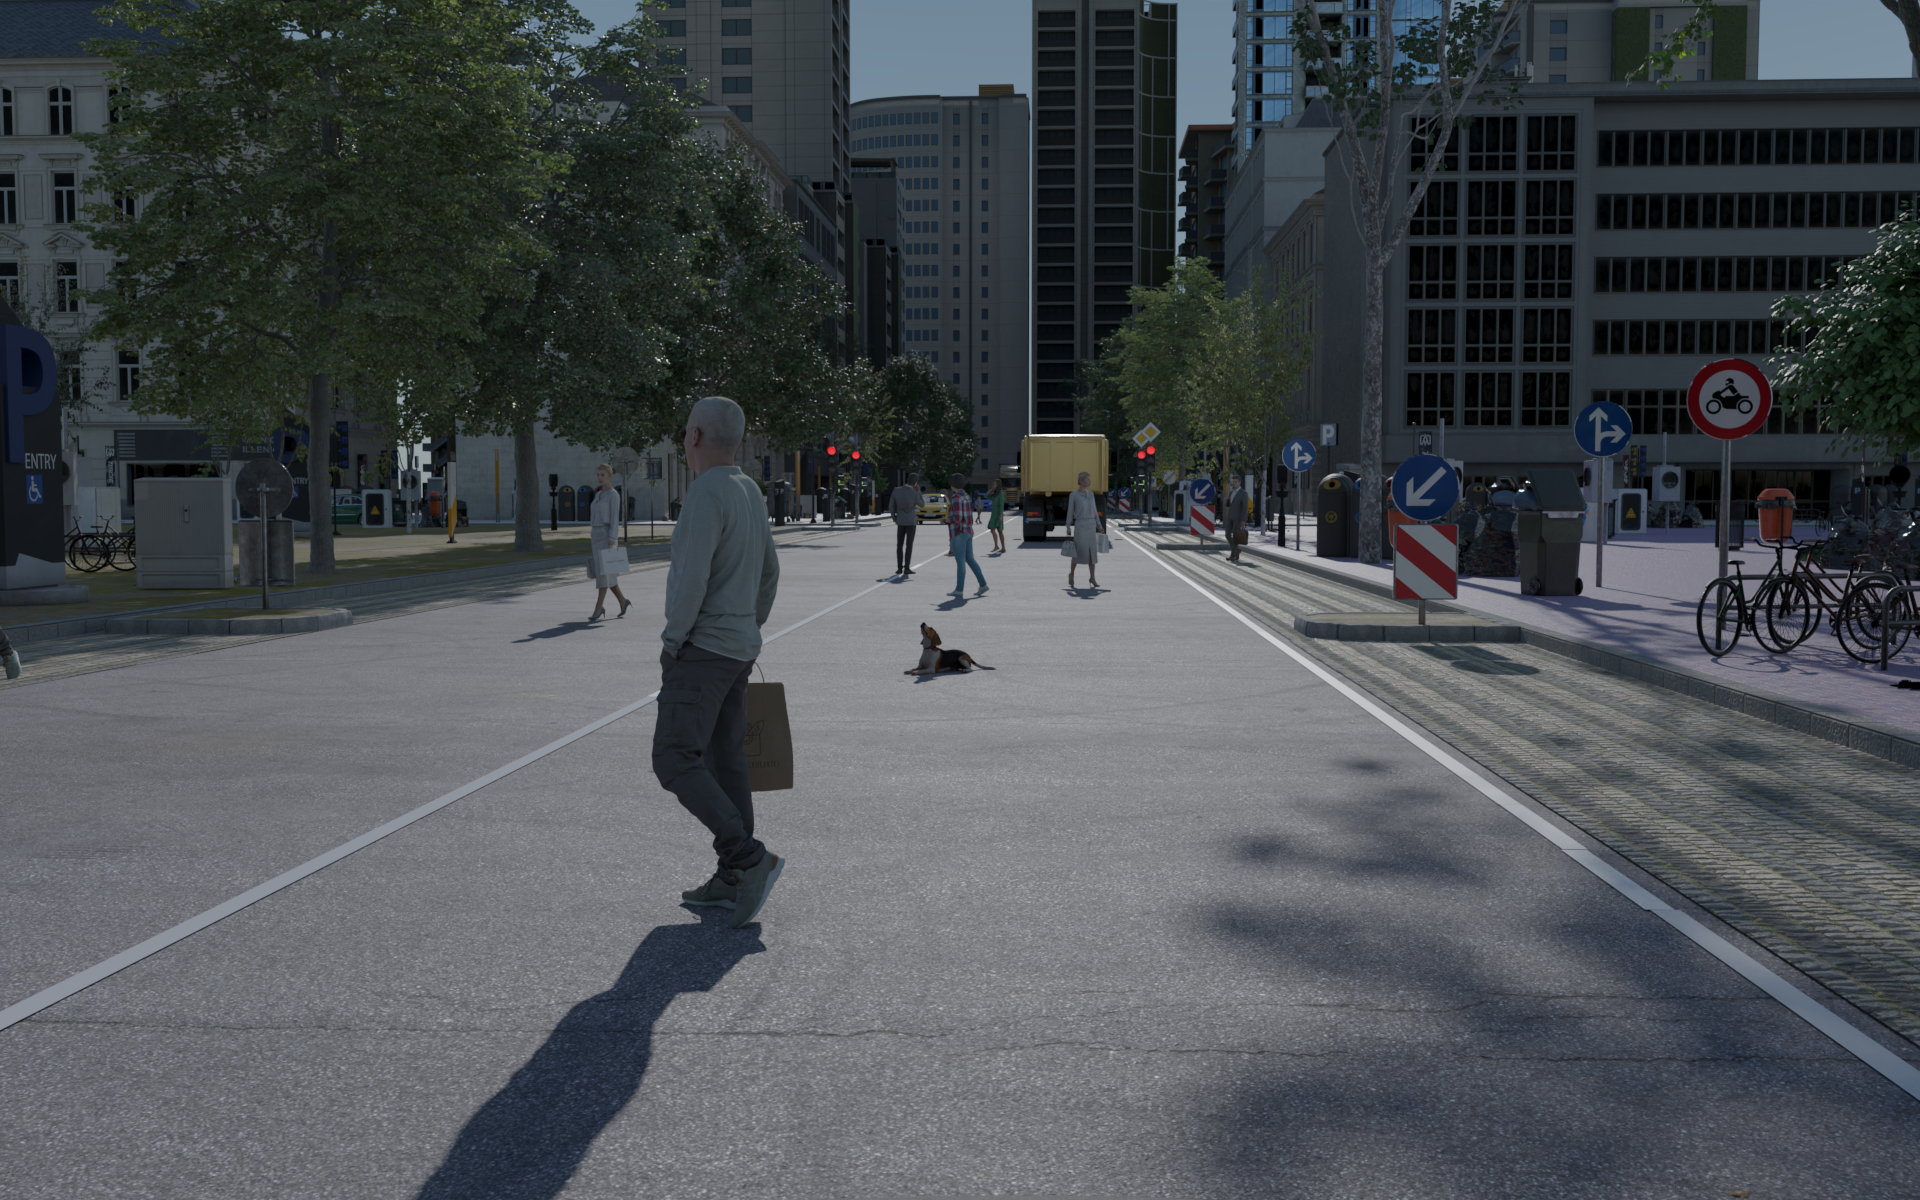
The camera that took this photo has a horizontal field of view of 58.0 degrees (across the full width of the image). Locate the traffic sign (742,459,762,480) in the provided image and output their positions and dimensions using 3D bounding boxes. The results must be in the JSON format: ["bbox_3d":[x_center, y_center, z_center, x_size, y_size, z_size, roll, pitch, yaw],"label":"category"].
[{"bbox_3d":[-7.522,-3.825,62.648,0.768,2.556,0.104,1,4,12],"label":"traffic sign"}]

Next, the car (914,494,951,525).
[{"bbox_3d":[-1.268,-4.421,82.512,2.015,1.641,3.980,0,4,4],"label":"car"}]

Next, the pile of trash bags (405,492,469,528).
[{"bbox_3d":[-20.013,-3.493,66.861,1.912,1.369,3.447,-1,4,-8],"label":"pile of trash bags"}]

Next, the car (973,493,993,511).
[{"bbox_3d":[2.039,-8.235,144.231,1.945,1.707,3.694,0,4,4],"label":"car"}]

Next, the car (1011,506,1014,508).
[{"bbox_3d":[4.669,-10.206,178.672,2.131,1.459,4.920,0,4,3],"label":"car"}]

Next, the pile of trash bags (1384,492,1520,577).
[{"bbox_3d":[7.873,-1.073,27.289,3.447,1.369,1.912,-3,5,-40],"label":"pile of trash bags"}]

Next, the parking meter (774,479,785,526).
[{"bbox_3d":[-7.217,-3.887,69.269,0.255,1.863,0.399,2,4,35],"label":"parking meter"}]

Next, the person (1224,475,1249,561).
[{"bbox_3d":[5.870,-1.731,36.760,0.622,1.834,0.822,3,5,40],"label":"person"}]

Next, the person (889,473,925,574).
[{"bbox_3d":[-0.958,-1.368,31.043,0.592,1.802,0.473,2,4,33],"label":"person"}]

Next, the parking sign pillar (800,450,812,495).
[{"bbox_3d":[-9.512,-7.216,106.452,1.447,3.967,1.447,-2,4,-28],"label":"parking sign pillar"}]

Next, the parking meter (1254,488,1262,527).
[{"bbox_3d":[11.777,-3.654,68.161,0.372,1.533,0.369,0,3,0],"label":"parking meter"}]

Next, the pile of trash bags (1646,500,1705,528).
[{"bbox_3d":[26.285,-3.415,65.596,3.447,1.369,1.912,-1,4,-16],"label":"pile of trash bags"}]

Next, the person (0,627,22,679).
[{"bbox_3d":[-7.693,-0.267,13.345,0.782,1.767,0.515,2,4,26],"label":"person"}]

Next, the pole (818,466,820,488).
[{"bbox_3d":[-10.349,-8.158,127.231,0.158,3.312,0.155,0,3,0],"label":"pole"}]

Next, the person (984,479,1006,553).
[{"bbox_3d":[0.933,-2.052,42.301,0.529,1.795,0.600,-2,4,-34],"label":"person"}]

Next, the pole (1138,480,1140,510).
[{"bbox_3d":[14.126,-8.700,136.084,0.158,3.312,0.155,0,3,0],"label":"pole"}]

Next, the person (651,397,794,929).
[{"bbox_3d":[-0.780,0.179,6.055,0.515,1.767,0.782,1,4,13],"label":"person"}]

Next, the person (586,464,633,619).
[{"bbox_3d":[-4.039,-0.680,19.975,0.624,1.780,0.694,-2,4,-28],"label":"person"}]

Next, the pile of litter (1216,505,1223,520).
[{"bbox_3d":[13.306,-4.481,87.229,1.719,0.858,1.176,0,4,6],"label":"pile of litter"}]

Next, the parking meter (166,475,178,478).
[{"bbox_3d":[-24.687,-2.964,54.177,0.399,1.863,0.255,1,4,19],"label":"parking meter"}]

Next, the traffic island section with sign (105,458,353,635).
[{"bbox_3d":[-7.659,-0.604,18.497,1.989,1.847,2.006,0,4,3],"label":"traffic island section with sign"}]

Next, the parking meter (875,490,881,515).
[{"bbox_3d":[-4.948,-5.879,104.531,0.372,1.533,0.369,0,3,0],"label":"parking meter"}]

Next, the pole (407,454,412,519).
[{"bbox_3d":[-28.182,-5.801,88.681,0.158,3.312,0.155,0,3,0],"label":"pole"}]

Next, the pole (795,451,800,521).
[{"bbox_3d":[-7.590,-5.334,81.059,0.158,3.312,0.155,0,3,0],"label":"pole"}]

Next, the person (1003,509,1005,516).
[{"bbox_3d":[2.815,-6.284,115.516,0.394,1.301,0.425,0,4,8],"label":"person"}]

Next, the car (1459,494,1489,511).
[{"bbox_3d":[21.204,-3.737,71.319,3.980,1.641,2.015,0,4,3],"label":"car"}]

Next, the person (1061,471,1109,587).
[{"bbox_3d":[1.931,-1.102,26.873,0.694,1.780,0.624,-1,4,-16],"label":"person"}]

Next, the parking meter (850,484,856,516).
[{"bbox_3d":[-6.122,-5.782,100.239,0.399,1.863,0.255,1,4,19],"label":"parking meter"}]

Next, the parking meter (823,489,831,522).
[{"bbox_3d":[-6.217,-4.421,80.696,0.372,1.533,0.369,0,3,0],"label":"parking meter"}]

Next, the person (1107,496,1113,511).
[{"bbox_3d":[11.425,-7.523,131.685,0.537,1.800,0.526,3,4,36],"label":"person"}]

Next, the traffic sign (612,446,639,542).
[{"bbox_3d":[-8.960,-2.829,46.355,0.768,2.556,0.104,1,4,9],"label":"traffic sign"}]

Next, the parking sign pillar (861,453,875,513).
[{"bbox_3d":[-6.086,-7.667,113.834,1.447,3.967,1.447,1,4,21],"label":"parking sign pillar"}]

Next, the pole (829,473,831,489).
[{"bbox_3d":[-9.273,-7.971,124.164,0.158,3.312,0.155,0,3,0],"label":"pole"}]

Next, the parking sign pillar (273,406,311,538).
[{"bbox_3d":[-19.531,-3.824,50.987,1.447,3.967,1.447,1,4,13],"label":"parking sign pillar"}]

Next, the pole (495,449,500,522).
[{"bbox_3d":[-21.030,-5.194,78.757,0.158,3.312,0.155,0,3,0],"label":"pole"}]

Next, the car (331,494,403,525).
[{"bbox_3d":[-25.991,-3.743,72.993,4.920,1.459,2.131,0,4,4],"label":"car"}]

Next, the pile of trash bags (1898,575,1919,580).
[{"bbox_3d":[15.754,-0.977,25.734,3.447,1.369,1.912,0,4,-4],"label":"pile of trash bags"}]

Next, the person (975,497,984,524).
[{"bbox_3d":[0.932,-4.337,83.679,0.475,1.303,0.640,-3,5,-40],"label":"person"}]

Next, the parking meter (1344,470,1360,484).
[{"bbox_3d":[9.475,-2.210,41.853,0.399,1.863,0.255,2,4,25],"label":"parking meter"}]

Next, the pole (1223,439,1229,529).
[{"bbox_3d":[9.844,-4.296,64.088,0.158,3.312,0.155,0,3,0],"label":"pole"}]

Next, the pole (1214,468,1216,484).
[{"bbox_3d":[19.810,-8.610,134.623,0.158,3.312,0.155,0,3,0],"label":"pole"}]

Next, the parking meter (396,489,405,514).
[{"bbox_3d":[-25.526,-4.322,79.078,0.372,1.533,0.369,0,3,0],"label":"parking meter"}]

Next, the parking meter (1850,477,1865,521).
[{"bbox_3d":[30.560,-3.259,58.993,0.399,1.863,0.255,3,4,36],"label":"parking meter"}]

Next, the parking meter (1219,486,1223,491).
[{"bbox_3d":[15.477,-5.914,102.400,0.399,1.863,0.255,2,4,24],"label":"parking meter"}]

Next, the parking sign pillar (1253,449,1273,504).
[{"bbox_3d":[17.728,-6.937,101.898,1.447,3.967,1.447,-2,4,-25],"label":"parking sign pillar"}]

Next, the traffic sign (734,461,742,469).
[{"bbox_3d":[-8.715,-4.056,66.416,0.768,2.556,0.104,1,4,10],"label":"traffic sign"}]

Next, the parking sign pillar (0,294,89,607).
[{"bbox_3d":[-11.083,-1.948,20.320,1.447,3.967,1.447,0,4,1],"label":"parking sign pillar"}]

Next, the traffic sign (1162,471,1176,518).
[{"bbox_3d":[11.359,-5.747,94.069,0.768,2.556,0.104,1,4,9],"label":"traffic sign"}]

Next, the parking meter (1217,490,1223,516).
[{"bbox_3d":[14.054,-5.211,93.617,0.372,1.533,0.369,0,3,0],"label":"parking meter"}]

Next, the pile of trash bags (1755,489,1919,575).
[{"bbox_3d":[15.212,-1.194,29.282,3.447,1.369,1.912,0,4,1],"label":"pile of trash bags"}]

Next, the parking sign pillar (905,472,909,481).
[{"bbox_3d":[-4.409,-9.616,145.700,1.447,3.967,1.447,1,4,12],"label":"parking sign pillar"}]

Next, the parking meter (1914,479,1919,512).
[{"bbox_3d":[36.181,-3.639,65.204,0.255,1.863,0.399,-3,5,-44],"label":"parking meter"}]

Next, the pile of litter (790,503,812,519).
[{"bbox_3d":[-8.217,-4.679,90.461,1.176,0.858,1.719,3,4,38],"label":"pile of litter"}]

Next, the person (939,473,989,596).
[{"bbox_3d":[0.054,-0.919,24.362,0.643,1.720,0.563,2,4,23],"label":"person"}]

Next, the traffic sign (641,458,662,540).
[{"bbox_3d":[-8.641,-2.842,48.589,0.606,2.300,0.079,0,4,7],"label":"traffic sign"}]

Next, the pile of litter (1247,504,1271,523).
[{"bbox_3d":[13.133,-3.891,77.578,1.719,0.858,1.176,1,4,13],"label":"pile of litter"}]
